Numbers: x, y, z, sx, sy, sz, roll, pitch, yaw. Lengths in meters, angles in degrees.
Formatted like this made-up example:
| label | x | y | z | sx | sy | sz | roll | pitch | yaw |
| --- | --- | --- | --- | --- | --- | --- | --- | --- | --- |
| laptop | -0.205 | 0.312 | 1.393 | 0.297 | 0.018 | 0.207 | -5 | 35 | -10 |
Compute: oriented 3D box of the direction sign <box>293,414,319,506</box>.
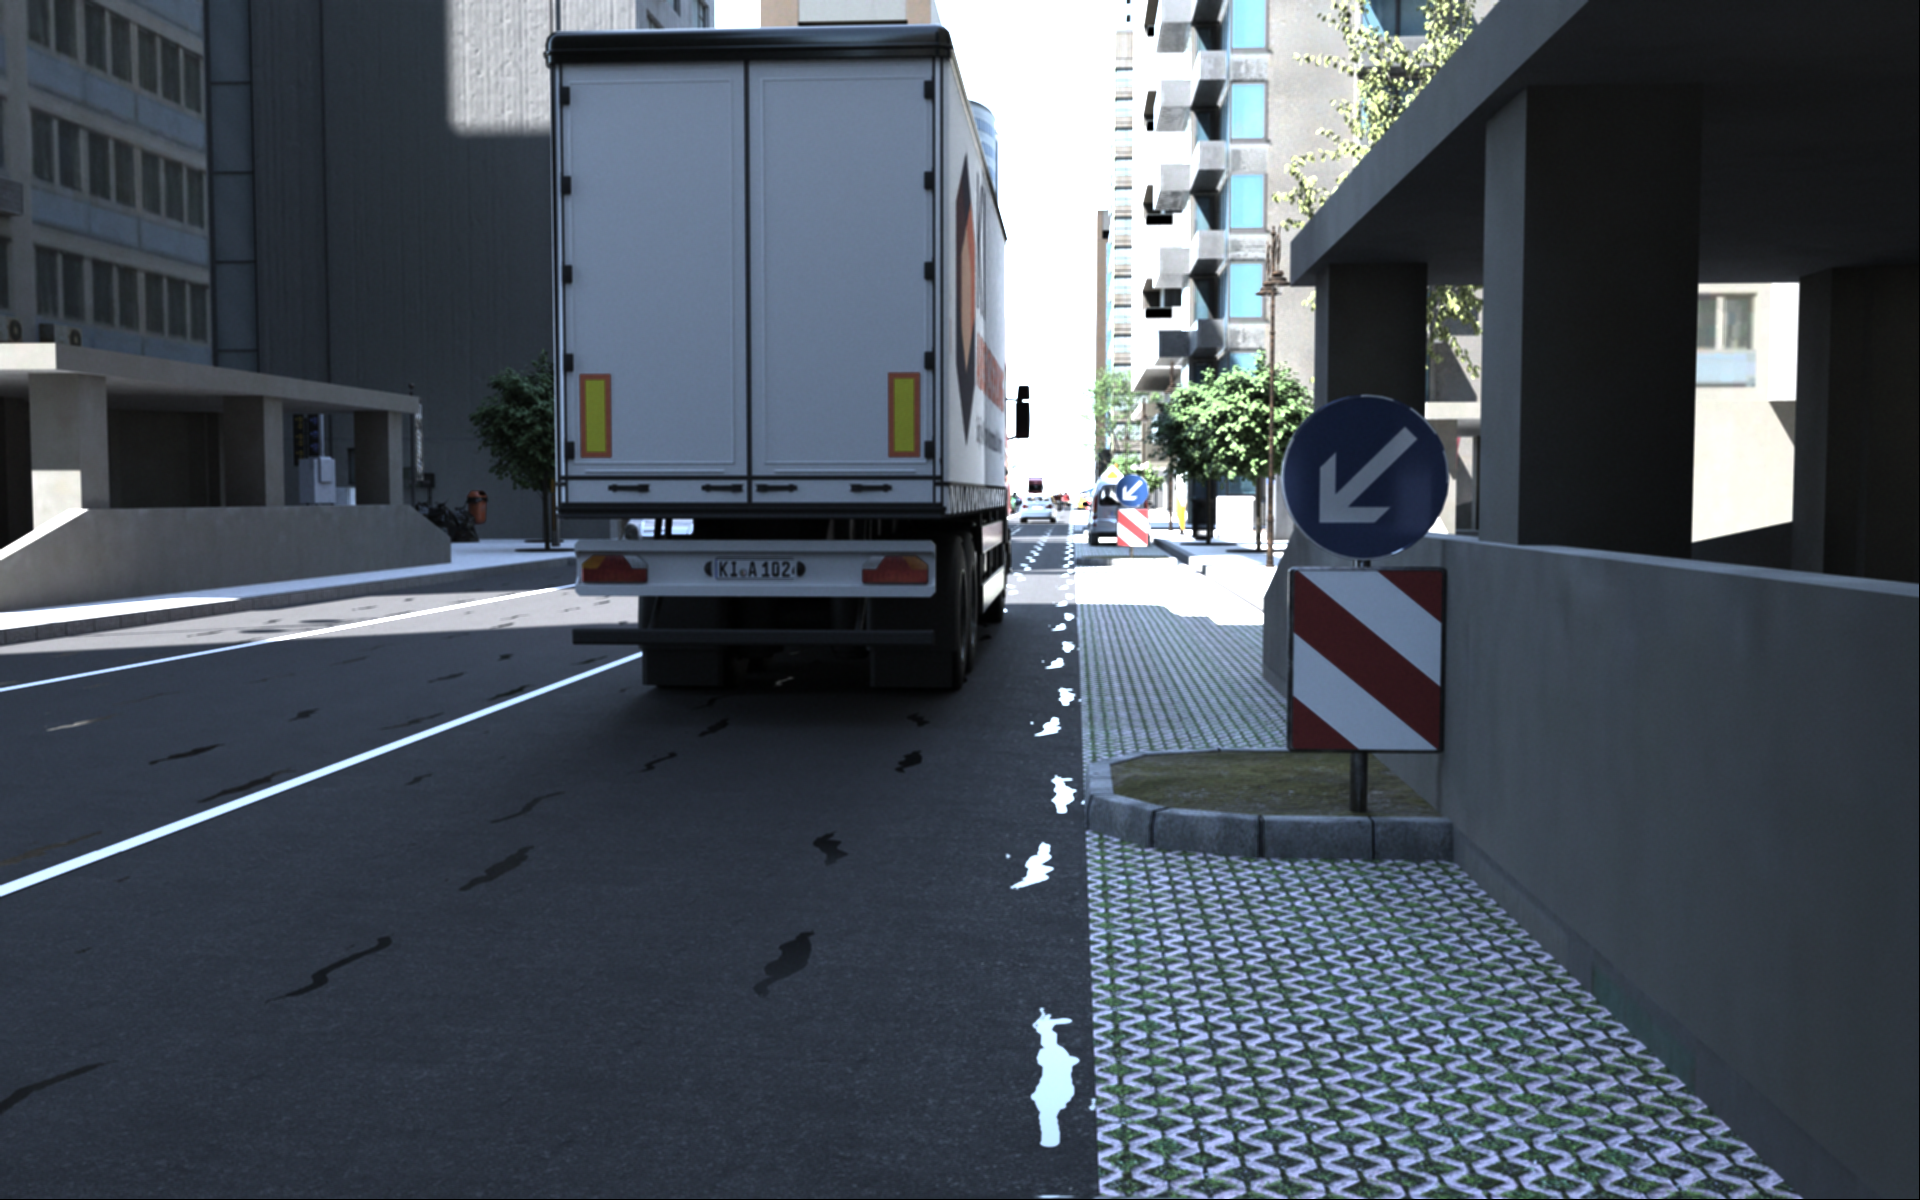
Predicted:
| label | x | y | z | sx | sy | sz | roll | pitch | yaw |
| --- | --- | --- | --- | --- | --- | --- | --- | --- | --- |
| direction sign | -18.209 | -3.443 | 48.295 | 0.379 | 3.537 | 0.876 | 2 | 4 | 26 |

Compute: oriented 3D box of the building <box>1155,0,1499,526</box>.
| label | x | y | z | sx | sy | sz | roll | pitch | yaw |
| --- | --- | --- | --- | --- | --- | --- | --- | --- | --- |
| building | 23.884 | -27.910 | 75.938 | 30.456 | 49.044 | 23.786 | 0 | 4 | 4 |

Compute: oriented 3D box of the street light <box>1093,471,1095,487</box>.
| label | x | y | z | sx | sy | sz | roll | pitch | yaw |
| --- | --- | --- | --- | --- | --- | --- | --- | --- | --- |
| street light | 19.175 | -16.427 | 241.365 | 0.468 | 5.910 | 1.993 | 0 | 4 | 4 |

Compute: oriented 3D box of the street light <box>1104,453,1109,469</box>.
| label | x | y | z | sx | sy | sz | roll | pitch | yaw |
| --- | --- | --- | --- | --- | --- | --- | --- | --- | --- |
| street light | 13.760 | -11.423 | 159.546 | 0.468 | 5.910 | 1.993 | 0 | 4 | 4 |

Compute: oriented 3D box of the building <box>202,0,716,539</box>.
| label | x | y | z | sx | sy | sz | roll | pitch | yaw |
| --- | --- | --- | --- | --- | --- | --- | --- | --- | --- |
| building | -15.455 | -22.722 | 55.093 | 14.086 | 41.232 | 14.154 | 0 | 4 | 4 |

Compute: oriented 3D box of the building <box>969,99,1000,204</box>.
| label | x | y | z | sx | sy | sz | roll | pitch | yaw |
| --- | --- | --- | --- | --- | --- | --- | --- | --- | --- |
| building | -5.358 | -43.615 | 255.098 | 21.231 | 58.520 | 28.212 | 0 | 4 | 4 |

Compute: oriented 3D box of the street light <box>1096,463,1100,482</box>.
| label | x | y | z | sx | sy | sz | roll | pitch | yaw |
| --- | --- | --- | --- | --- | --- | --- | --- | --- | --- |
| street light | 17.669 | -15.056 | 218.957 | 0.468 | 5.910 | 1.993 | 0 | 4 | 4 |

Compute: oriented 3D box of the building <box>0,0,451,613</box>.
| label | x | y | z | sx | sy | sz | roll | pitch | yaw |
| --- | --- | --- | --- | --- | --- | --- | --- | --- | --- |
| building | -26.016 | -20.387 | 25.211 | 32.217 | 40.220 | 23.993 | 0 | 4 | 4 |

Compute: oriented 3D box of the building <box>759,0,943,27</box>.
| label | x | y | z | sx | sy | sz | roll | pitch | yaw |
| --- | --- | --- | --- | --- | --- | --- | --- | --- | --- |
| building | -8.842 | -30.630 | 150.910 | 14.600 | 45.320 | 14.200 | 0 | 4 | 4 |

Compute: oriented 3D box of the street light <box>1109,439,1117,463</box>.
| label | x | y | z | sx | sy | sz | roll | pitch | yaw |
| --- | --- | --- | --- | --- | --- | --- | --- | --- | --- |
| street light | 12.693 | -10.368 | 142.305 | 0.468 | 5.910 | 1.993 | 0 | 4 | 4 |

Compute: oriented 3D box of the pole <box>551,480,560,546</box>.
| label | x | y | z | sx | sy | sz | roll | pitch | yaw |
| --- | --- | --- | --- | --- | --- | --- | --- | --- | --- |
| pole | -9.918 | -2.969 | 42.389 | 0.158 | 3.312 | 0.155 | 0 | 3 | 0 |

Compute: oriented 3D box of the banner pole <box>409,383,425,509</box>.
| label | x | y | z | sx | sy | sz | roll | pitch | yaw |
| --- | --- | --- | --- | --- | --- | --- | --- | --- | --- |
| banner pole | -12.368 | -3.023 | 39.444 | 0.401 | 3.779 | 0.863 | 0 | 4 | 4 |

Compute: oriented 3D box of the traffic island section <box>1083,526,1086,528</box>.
| label | x | y | z | sx | sy | sz | roll | pitch | yaw |
| --- | --- | --- | --- | --- | --- | --- | --- | --- | --- |
| traffic island section | 5.837 | -2.810 | 68.217 | 2.009 | 0.180 | 2.903 | 0 | 4 | 4 |

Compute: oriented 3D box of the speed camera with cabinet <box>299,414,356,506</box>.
| label | x | y | z | sx | sy | sz | roll | pitch | yaw |
| --- | --- | --- | --- | --- | --- | --- | --- | --- | --- |
| speed camera with cabinet | -15.549 | -2.998 | 43.355 | 0.660 | 3.252 | 2.038 | 2 | 4 | 27 |

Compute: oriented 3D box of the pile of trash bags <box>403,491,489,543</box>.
| label | x | y | z | sx | sy | sz | roll | pitch | yaw |
| --- | --- | --- | --- | --- | --- | --- | --- | --- | --- |
| pile of trash bags | -13.713 | -2.236 | 46.312 | 1.912 | 1.369 | 3.447 | 1 | 4 | 17 |

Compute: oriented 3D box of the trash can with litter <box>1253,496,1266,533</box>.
| label | x | y | z | sx | sy | sz | roll | pitch | yaw |
| --- | --- | --- | --- | --- | --- | --- | --- | --- | --- |
| trash can with litter | 9.817 | -2.840 | 57.492 | 1.678 | 1.210 | 2.233 | -1 | 4 | -16 |

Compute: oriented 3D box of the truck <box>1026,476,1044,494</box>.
| label | x | y | z | sx | sy | sz | roll | pitch | yaw |
| --- | --- | --- | --- | --- | --- | --- | --- | --- | --- |
| truck | 12.151 | -17.686 | 278.075 | 2.839 | 4.237 | 11.283 | 0 | 4 | 4 |

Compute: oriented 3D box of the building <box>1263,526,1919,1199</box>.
| label | x | y | z | sx | sy | sz | roll | pitch | yaw |
| --- | --- | --- | --- | --- | --- | --- | --- | --- | --- |
| building | 17.977 | -19.107 | 4.284 | 32.217 | 40.220 | 23.993 | 0 | 4 | 4 |

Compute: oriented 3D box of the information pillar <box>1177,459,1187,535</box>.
| label | x | y | z | sx | sy | sz | roll | pitch | yaw |
| --- | --- | --- | --- | --- | --- | --- | --- | --- | --- |
| information pillar | 6.933 | -3.848 | 54.271 | 0.183 | 3.616 | 0.504 | -1 | 4 | -14 |

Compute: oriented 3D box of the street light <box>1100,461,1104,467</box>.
| label | x | y | z | sx | sy | sz | roll | pitch | yaw |
| --- | --- | --- | --- | --- | --- | --- | --- | --- | --- |
| street light | 15.821 | -13.235 | 189.176 | 0.468 | 5.910 | 1.993 | 0 | 4 | 4 |

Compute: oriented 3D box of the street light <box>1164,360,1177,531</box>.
| label | x | y | z | sx | sy | sz | roll | pitch | yaw |
| --- | --- | --- | --- | --- | --- | --- | --- | --- | --- |
| street light | 7.273 | -5.312 | 59.643 | 0.468 | 5.910 | 1.993 | 0 | 4 | 4 |

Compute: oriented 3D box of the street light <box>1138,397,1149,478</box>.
| label | x | y | z | sx | sy | sz | roll | pitch | yaw |
| --- | --- | --- | --- | --- | --- | --- | --- | --- | --- |
| street light | 8.770 | -6.721 | 82.674 | 0.468 | 5.910 | 1.993 | 0 | 4 | 4 |

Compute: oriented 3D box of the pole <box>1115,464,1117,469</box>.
| label | x | y | z | sx | sy | sz | roll | pitch | yaw |
| --- | --- | --- | --- | --- | --- | --- | --- | --- | --- |
| pole | 10.461 | -7.486 | 116.239 | 0.158 | 3.312 | 0.155 | 0 | 3 | 0 |

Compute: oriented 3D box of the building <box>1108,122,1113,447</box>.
| label | x | y | z | sx | sy | sz | roll | pitch | yaw |
| --- | --- | --- | --- | --- | --- | --- | --- | --- | --- |
| building | 28.664 | -35.625 | 202.083 | 23.786 | 49.044 | 30.456 | 0 | 4 | 4 |

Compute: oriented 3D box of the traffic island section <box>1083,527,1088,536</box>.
| label | x | y | z | sx | sy | sz | roll | pitch | yaw |
| --- | --- | --- | --- | --- | --- | --- | --- | --- | --- |
| traffic island section | 5.316 | -2.322 | 60.249 | 2.009 | 0.180 | 2.903 | 0 | 4 | 4 |

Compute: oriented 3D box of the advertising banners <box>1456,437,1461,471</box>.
| label | x | y | z | sx | sy | sz | roll | pitch | yaw |
| --- | --- | --- | --- | --- | --- | --- | --- | --- | --- |
| advertising banners | 13.588 | -3.338 | 50.757 | 2.074 | 3.025 | 0.090 | 1 | 4 | 23 |

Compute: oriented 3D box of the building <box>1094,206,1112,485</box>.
| label | x | y | z | sx | sy | sz | roll | pitch | yaw |
| --- | --- | --- | --- | --- | --- | --- | --- | --- | --- |
| building | 27.536 | -37.542 | 263.914 | 14.600 | 45.320 | 14.200 | 0 | 4 | 4 |

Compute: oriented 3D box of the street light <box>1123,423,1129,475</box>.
| label | x | y | z | sx | sy | sz | roll | pitch | yaw |
| --- | --- | --- | --- | --- | --- | --- | --- | --- | --- |
| street light | 10.816 | -8.555 | 112.664 | 0.468 | 5.910 | 1.993 | 0 | 4 | 4 |

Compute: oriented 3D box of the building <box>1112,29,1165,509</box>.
| label | x | y | z | sx | sy | sz | roll | pitch | yaw |
| --- | --- | --- | --- | --- | --- | --- | --- | --- | --- |
| building | 20.727 | -28.892 | 155.981 | 14.154 | 41.232 | 14.086 | 0 | 4 | 4 |

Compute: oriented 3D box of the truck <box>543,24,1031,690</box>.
| label | x | y | z | sx | sy | sz | roll | pitch | yaw |
| --- | --- | --- | --- | --- | --- | --- | --- | --- | --- |
| truck | -0.895 | -1.659 | 16.032 | 2.839 | 4.237 | 11.283 | 0 | 4 | 4 |

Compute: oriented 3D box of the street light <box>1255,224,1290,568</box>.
| label | x | y | z | sx | sy | sz | roll | pitch | yaw |
| --- | --- | --- | --- | --- | --- | --- | --- | --- | --- |
| street light | 5.401 | -3.499 | 30.001 | 0.468 | 5.910 | 1.993 | 0 | 4 | 4 |

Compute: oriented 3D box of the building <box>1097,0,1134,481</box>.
| label | x | y | z | sx | sy | sz | roll | pitch | yaw |
| --- | --- | --- | --- | --- | --- | --- | --- | --- | --- |
| building | 30.541 | -56.709 | 239.855 | 22.319 | 86.520 | 31.000 | 0 | 4 | 4 |

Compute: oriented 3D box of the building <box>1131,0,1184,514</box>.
| label | x | y | z | sx | sy | sz | roll | pitch | yaw |
| --- | --- | --- | --- | --- | --- | --- | --- | --- | --- |
| building | 24.943 | -31.871 | 110.333 | 28.713 | 52.752 | 27.495 | 0 | 4 | 4 |
